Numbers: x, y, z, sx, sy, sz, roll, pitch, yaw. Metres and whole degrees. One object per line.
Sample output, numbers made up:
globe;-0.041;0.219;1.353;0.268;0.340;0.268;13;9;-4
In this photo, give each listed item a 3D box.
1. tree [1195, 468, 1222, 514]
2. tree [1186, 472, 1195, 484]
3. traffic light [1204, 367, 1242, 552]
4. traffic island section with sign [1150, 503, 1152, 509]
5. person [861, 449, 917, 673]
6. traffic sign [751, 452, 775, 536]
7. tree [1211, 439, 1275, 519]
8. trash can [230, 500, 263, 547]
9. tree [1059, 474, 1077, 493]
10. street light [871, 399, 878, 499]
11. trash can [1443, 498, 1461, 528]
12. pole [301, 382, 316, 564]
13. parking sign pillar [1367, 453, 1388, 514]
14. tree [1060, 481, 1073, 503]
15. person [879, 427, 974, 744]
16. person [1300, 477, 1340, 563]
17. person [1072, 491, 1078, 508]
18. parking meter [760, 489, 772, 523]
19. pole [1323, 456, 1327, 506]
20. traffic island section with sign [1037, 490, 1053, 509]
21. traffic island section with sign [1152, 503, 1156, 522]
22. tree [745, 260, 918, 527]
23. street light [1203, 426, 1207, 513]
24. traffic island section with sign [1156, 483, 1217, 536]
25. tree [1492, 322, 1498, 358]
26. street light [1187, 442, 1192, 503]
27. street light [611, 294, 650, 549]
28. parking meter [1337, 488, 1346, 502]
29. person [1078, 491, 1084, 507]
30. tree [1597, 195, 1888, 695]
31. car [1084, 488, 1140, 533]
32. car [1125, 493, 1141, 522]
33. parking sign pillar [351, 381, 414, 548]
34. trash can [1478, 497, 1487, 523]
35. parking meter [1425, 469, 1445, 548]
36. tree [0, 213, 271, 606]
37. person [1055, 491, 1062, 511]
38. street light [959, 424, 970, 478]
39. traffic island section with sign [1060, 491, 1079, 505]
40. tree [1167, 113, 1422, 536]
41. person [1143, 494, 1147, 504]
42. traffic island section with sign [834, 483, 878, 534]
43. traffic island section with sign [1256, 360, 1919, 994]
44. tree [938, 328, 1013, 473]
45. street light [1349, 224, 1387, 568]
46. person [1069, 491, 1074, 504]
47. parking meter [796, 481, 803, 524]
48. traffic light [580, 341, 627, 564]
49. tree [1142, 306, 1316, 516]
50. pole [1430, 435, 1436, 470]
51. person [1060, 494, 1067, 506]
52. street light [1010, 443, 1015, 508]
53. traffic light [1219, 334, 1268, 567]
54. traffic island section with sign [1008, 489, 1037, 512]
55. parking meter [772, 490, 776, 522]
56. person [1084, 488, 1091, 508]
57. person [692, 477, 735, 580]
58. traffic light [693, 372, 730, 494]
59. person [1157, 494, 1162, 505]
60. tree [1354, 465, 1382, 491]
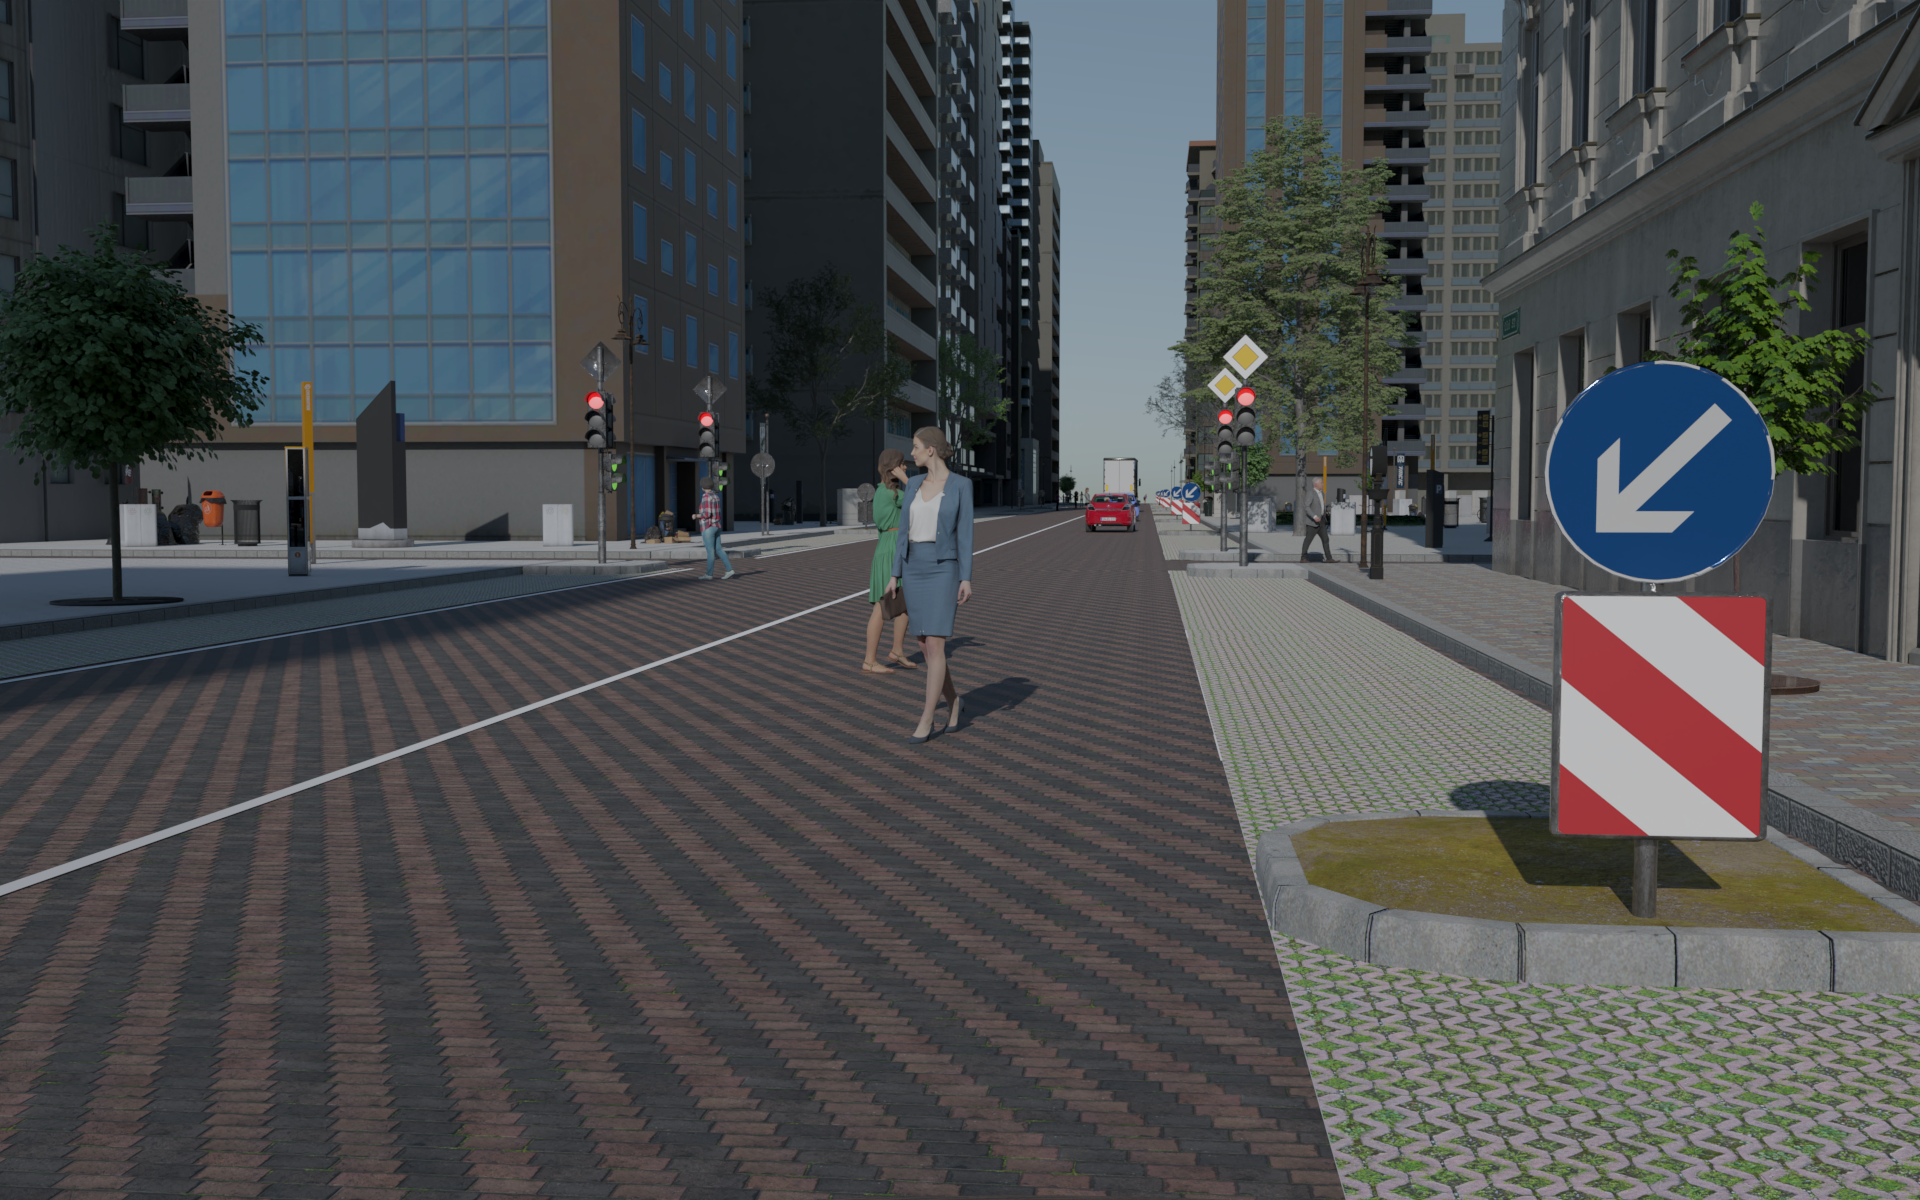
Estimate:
tree;16.416;-7.169;111.811;1.663;3.219;1.824;0;3;0
tree;17.439;-8.144;127.755;1.663;3.219;1.824;0;3;0
traffic light;5.868;-3.036;38.561;0.839;4.253;0.868;0;4;6
traffic island section with sign;16.337;-7.924;138.185;1.989;1.847;2.006;0;4;6
person;-0.565;-0.319;13.957;0.529;1.795;0.600;-2;4;-26
traffic sign;-6.043;-3.237;53.029;0.768;2.556;0.104;1;4;10
tree;14.641;-6.483;89.710;4.285;4.588;4.351;0;3;0
trash can;-17.502;-1.888;42.519;0.748;1.137;0.748;0;3;0
tree;16.463;-17.400;268.202;4.285;4.588;4.351;0;3;0
street light;-3.819;-6.366;76.877;0.468;5.910;1.993;0;4;6
trash can;18.399;-3.260;64.960;0.748;1.137;0.748;0;3;0
pole;-11.870;-2.307;31.557;0.158;3.312;0.155;0;3;0
parking sign pillar;24.647;-6.982;102.635;1.447;3.967;1.447;1;4;22
tree;15.603;-16.069;257.333;1.663;3.219;1.824;0;3;0
person;-0.119;-0.100;10.151;0.581;1.822;0.654;3;5;44
person;7.343;-1.619;35.362;0.834;1.777;0.661;3;4;36
person;11.507;-10.045;173.251;0.721;1.766;1.217;-2;4;-26
parking meter;-8.715;-4.191;76.938;0.372;1.533;0.369;0;3;0
pole;19.777;-6.118;93.874;0.158;3.312;0.155;0;3;0
traffic island section with sign;7.849;-9.613;165.804;1.989;1.847;2.006;0;4;6
traffic island section with sign;10.873;-4.832;87.628;1.989;1.847;2.006;0;4;6
tree;-5.192;-8.182;68.185;8.767;10.594;7.601;2;4;32
street light;16.303;-8.726;115.457;0.468;5.910;1.993;0;4;6
traffic island section with sign;7.906;-3.154;60.196;1.989;1.847;2.006;0;4;6
tree;20.569;-6.746;60.655;4.737;8.622;4.395;0;3;0
street light;20.150;-10.966;152.086;0.468;5.910;1.993;0;4;6
street light;-7.625;-4.126;40.244;0.468;5.910;1.993;0;4;6
parking meter;16.431;-4.052;74.656;0.372;1.533;0.369;0;3;0
person;13.286;-11.026;189.501;1.217;1.735;0.721;-1;4;-13
tree;5.146;-1.022;11.319;1.663;3.219;1.824;0;3;0
car;5.778;-3.489;66.083;2.155;1.783;4.494;0;4;8
car;8.601;-5.021;91.683;1.945;1.707;3.694;0;4;4
parking sign pillar;-13.927;-3.255;41.687;1.447;3.967;1.447;2;4;33
trash can;23.235;-3.961;76.409;0.748;1.137;0.748;0;3;0
parking meter;11.313;-2.174;41.249;0.399;1.863;0.255;-2;4;-31
tree;-10.052;-2.242;20.365;4.285;4.588;4.351;0;3;0
person;8.389;-8.465;147.586;0.721;1.739;1.217;-2;4;-25
street light;0.175;-8.606;113.490;0.468;5.910;1.993;0;4;6
traffic island section with sign;13.745;-12.957;220.470;1.989;1.847;2.006;0;4;6
tree;10.148;-8.231;52.706;7.486;12.596;7.792;0;3;0
person;25.630;-13.928;239.458;0.421;1.427;0.697;-1;4;-22
traffic island section with sign;-3.376;-3.266;62.027;1.989;1.847;2.006;0;4;6
traffic island section with sign;2.057;0.164;5.945;1.989;1.847;2.006;0;4;6
tree;-0.580;-11.040;106.267;9.928;11.665;9.643;0;3;0
street light;7.027;-3.498;29.986;0.468;5.910;1.993;0;4;6
person;14.369;-13.306;226.051;1.348;1.824;0.705;1;4;12
parking meter;-6.963;-4.245;75.116;0.255;1.863;0.399;0;4;0
traffic light;-6.585;-2.626;31.855;0.839;4.253;0.868;0;4;6
tree;16.096;-11.742;102.357;12.009;13.543;11.850;0;3;0
pole;16.223;-4.012;59.439;0.158;3.312;0.155;0;3;0
person;11.986;-11.503;199.798;0.991;1.433;0.599;-2;4;-32
street light;4.623;-11.086;154.038;0.468;5.910;1.993;0;4;6
traffic light;5.010;-2.551;30.622;0.839;4.253;0.868;0;4;6
traffic island section with sign;4.907;-7.952;138.642;1.989;1.847;2.006;0;4;6
parking meter;-8.390;-4.215;77.327;0.372;1.533;0.369;0;3;0
person;7.059;-5.251;94.622;0.573;1.790;0.520;-1;4;-21
person;-4.144;-1.206;29.052;0.643;1.720;0.563;1;4;17
traffic light;-5.727;-3.111;39.794;0.839;4.253;0.868;0;4;6
person;25.137;-12.700;216.698;0.990;1.755;0.434;2;4;34
tree;21.798;-5.899;91.044;1.663;3.219;1.824;0;3;0
